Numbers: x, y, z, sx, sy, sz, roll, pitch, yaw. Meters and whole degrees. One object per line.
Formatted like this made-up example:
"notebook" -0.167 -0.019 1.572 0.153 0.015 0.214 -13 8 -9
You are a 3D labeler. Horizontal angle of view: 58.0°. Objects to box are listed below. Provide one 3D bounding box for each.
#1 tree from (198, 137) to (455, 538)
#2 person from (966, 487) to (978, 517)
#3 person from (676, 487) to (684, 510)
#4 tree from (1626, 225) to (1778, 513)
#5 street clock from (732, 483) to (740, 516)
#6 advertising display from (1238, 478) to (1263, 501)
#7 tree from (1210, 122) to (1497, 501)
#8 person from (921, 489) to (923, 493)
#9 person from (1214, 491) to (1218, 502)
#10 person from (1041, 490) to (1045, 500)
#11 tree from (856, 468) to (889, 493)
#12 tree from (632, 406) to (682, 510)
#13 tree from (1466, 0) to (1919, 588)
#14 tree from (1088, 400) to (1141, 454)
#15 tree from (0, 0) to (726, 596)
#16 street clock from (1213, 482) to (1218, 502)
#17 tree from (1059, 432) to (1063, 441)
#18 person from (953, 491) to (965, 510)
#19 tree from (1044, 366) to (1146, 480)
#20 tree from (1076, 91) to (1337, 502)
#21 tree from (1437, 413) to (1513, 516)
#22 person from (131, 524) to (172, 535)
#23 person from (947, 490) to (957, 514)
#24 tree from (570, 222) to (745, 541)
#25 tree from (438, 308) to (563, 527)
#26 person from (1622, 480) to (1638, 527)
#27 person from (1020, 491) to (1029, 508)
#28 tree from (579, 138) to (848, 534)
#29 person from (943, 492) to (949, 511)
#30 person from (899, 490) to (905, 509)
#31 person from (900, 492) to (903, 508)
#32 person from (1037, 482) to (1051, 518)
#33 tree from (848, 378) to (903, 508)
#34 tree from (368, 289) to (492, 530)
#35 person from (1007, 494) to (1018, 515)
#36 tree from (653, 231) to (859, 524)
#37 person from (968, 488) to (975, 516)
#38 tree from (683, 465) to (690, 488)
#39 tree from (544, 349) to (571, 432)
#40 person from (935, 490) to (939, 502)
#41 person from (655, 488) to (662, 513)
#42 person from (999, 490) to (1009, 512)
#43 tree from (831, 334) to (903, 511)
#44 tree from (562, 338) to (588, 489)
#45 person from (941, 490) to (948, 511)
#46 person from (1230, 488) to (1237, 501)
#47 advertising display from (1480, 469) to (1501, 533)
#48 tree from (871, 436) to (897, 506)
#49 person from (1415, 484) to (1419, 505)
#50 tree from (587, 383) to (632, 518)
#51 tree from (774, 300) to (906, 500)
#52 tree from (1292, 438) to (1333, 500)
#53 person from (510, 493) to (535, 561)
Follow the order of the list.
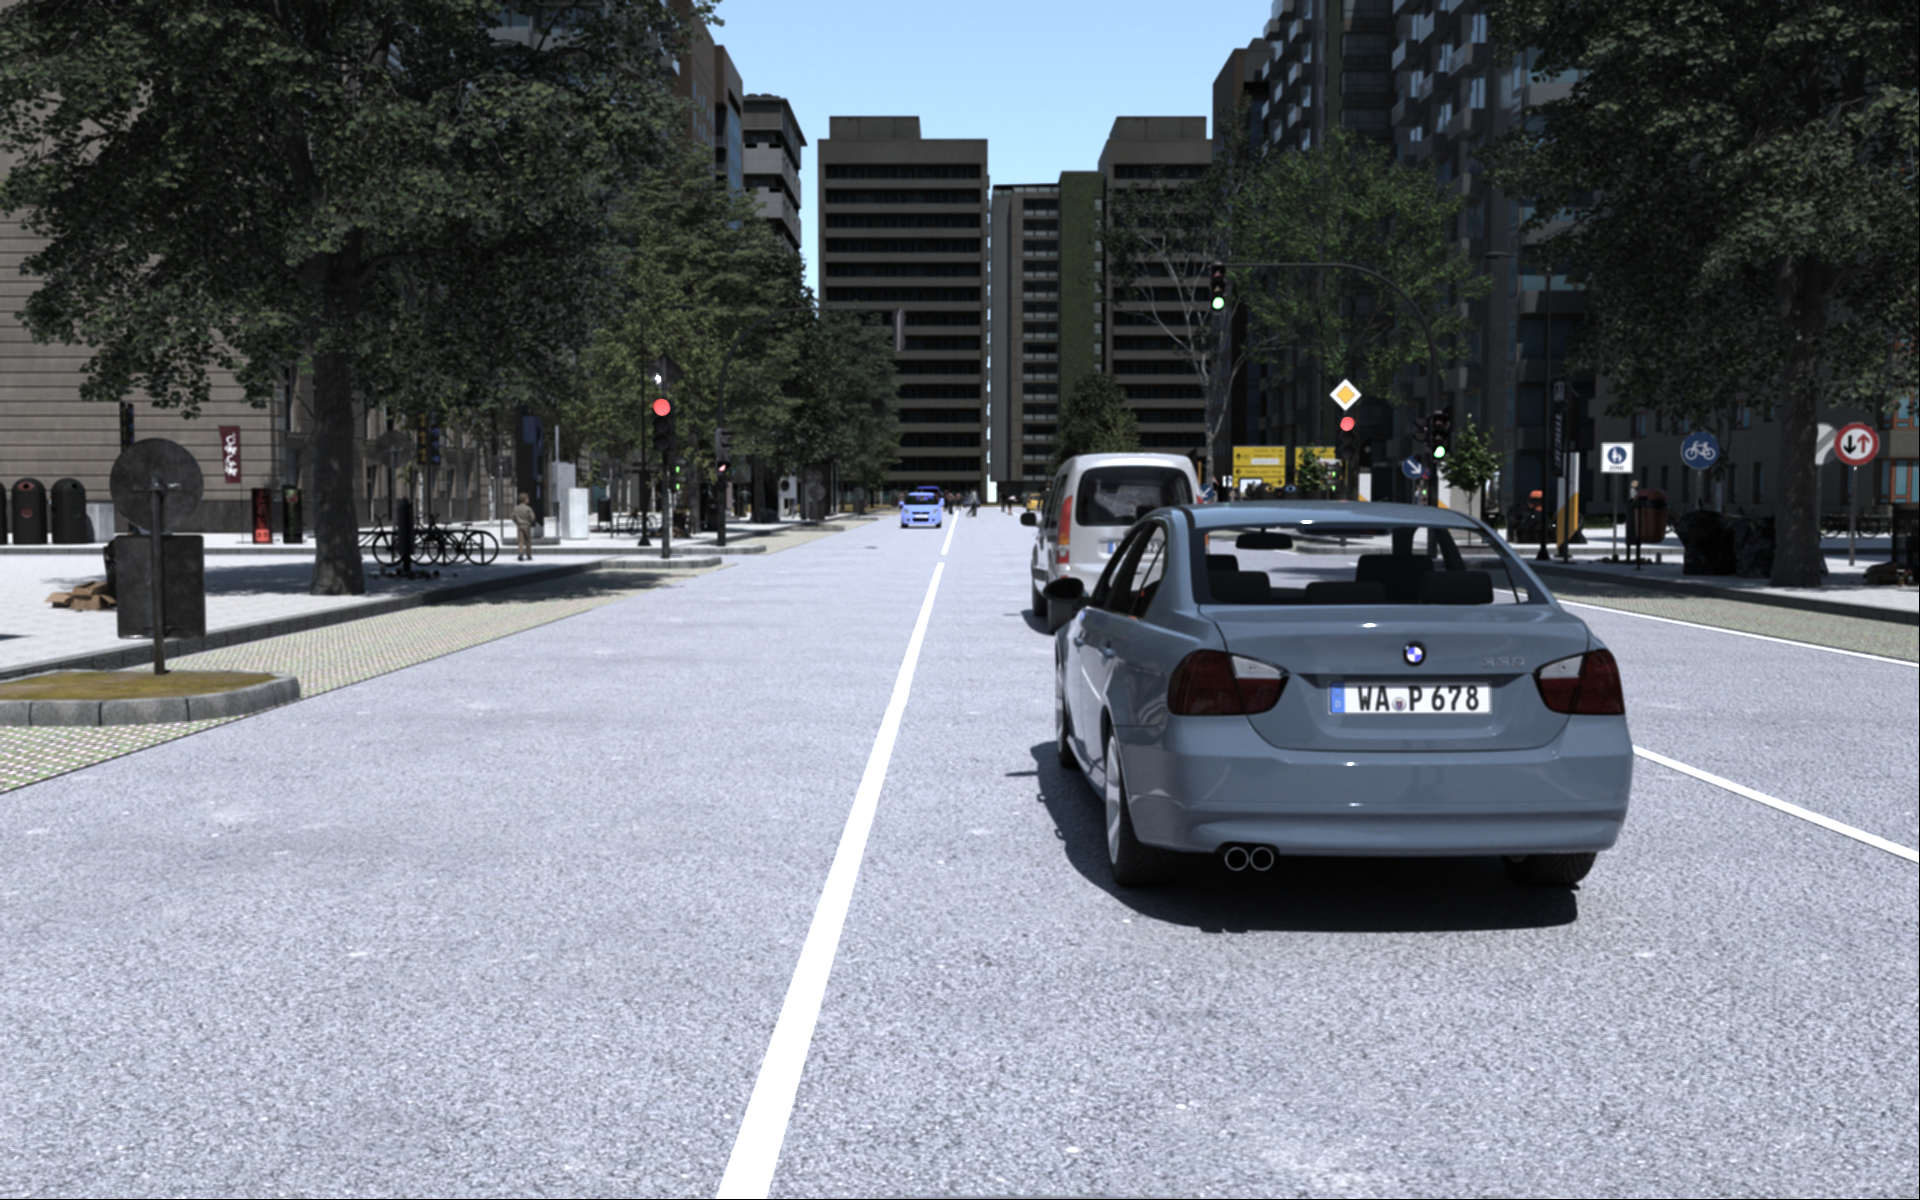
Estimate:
"tree" -18.454 -7.634 50.578 9.928 11.665 9.643 0 3 0
"person" 0.778 -5.982 106.146 0.795 1.843 0.661 -1 4 -19
"person" -18.417 -6.574 113.795 0.520 1.790 0.573 0 4 -6
"tree" 19.952 -5.843 45.899 4.360 8.622 3.978 0 3 0
"street clock" -11.556 -5.181 89.277 0.471 2.002 0.358 -1 4 -13
"advertising display" 11.482 -3.869 68.479 0.974 1.923 0.123 -1 4 -9
"tree" 11.231 -7.591 49.870 9.928 11.665 9.643 0 3 0
"person" -2.791 -7.234 126.775 1.348 1.824 0.705 1 4 16
"person" 15.404 -6.005 104.972 0.466 1.731 0.760 -2 4 -29
"person" 6.059 -7.057 124.603 0.721 1.735 1.217 2 4 28
"tree" -8.761 -11.614 173.595 4.285 4.588 4.351 0 3 0
"tree" -18.013 -8.724 93.006 4.360 8.622 3.978 0 3 0
"tree" 11.731 -7.156 23.654 9.857 13.997 8.962 0 3 0
"tree" 12.293 -11.304 135.188 4.737 8.622 4.395 0 3 0
"tree" -7.879 -7.044 21.832 9.857 13.997 8.962 0 3 0
"street clock" 14.730 -5.882 100.747 0.471 2.002 0.358 0 4 5
"tree" 12.621 -14.672 190.253 4.737 8.622 4.395 0 3 0
"person" -0.095 -8.757 152.385 1.217 1.736 0.721 2 4 35
"tree" 12.217 -14.539 154.717 9.611 12.733 9.660 0 3 0
"tree" 11.948 -13.952 84.002 12.611 20.169 13.585 0 3 0
"tree" 12.098 -2.866 41.466 1.663 3.219 1.824 0 3 0
"person" -8.047 -0.661 17.275 0.576 1.772 0.534 2 4 28
"person" -0.571 -6.964 123.065 0.721 1.736 1.217 -2 4 -33
"tree" -7.863 -5.901 46.845 4.737 8.622 4.395 0 3 0
"tree" -18.245 -7.124 66.833 4.360 8.622 3.978 0 3 0
"person" 25.319 -3.602 65.126 0.728 1.800 0.709 2 4 32
"person" 6.823 -10.601 181.905 1.350 1.814 0.705 -2 4 -34
"tree" -9.045 -8.443 56.167 7.486 12.596 7.792 0 3 0
"person" -1.190 -8.373 146.873 0.593 1.643 0.415 0 4 0
"person" -5.058 -8.543 148.709 0.617 1.759 0.750 -2 4 -25
"person" -5.665 -9.866 169.824 0.705 1.822 1.348 0 4 -8
"person" 3.041 -3.218 60.892 0.659 1.850 0.755 0 4 1
"tree" -8.703 -14.643 157.543 7.486 12.596 7.792 0 3 0
"tree" -18.804 -6.751 60.743 4.737 8.622 4.395 0 3 0
"person" 3.622 -6.629 120.075 0.628 1.438 0.799 2 4 23
"tree" -8.759 -9.627 74.409 9.611 12.733 9.660 0 3 0
"person" 0.736 -6.303 111.741 0.466 1.800 0.511 1 4 12
"tree" -18.194 -9.796 110.530 4.360 8.622 3.978 0 3 0
"tree" -13.361 -6.973 64.374 4.737 8.622 4.395 0 3 0
"person" -1.752 -7.779 136.364 0.721 1.739 1.217 0 4 -4
"person" -20.950 -6.954 120.459 0.721 1.735 1.217 -2 4 -30
"person" 3.575 -8.001 140.138 0.721 1.723 1.217 -3 5 -39
"tree" -8.936 -13.417 129.742 12.009 13.543 11.850 0 3 0
"tree" -18.432 -7.483 72.714 4.360 8.622 3.978 0 3 0
"person" -1.185 -8.503 147.665 1.348 1.807 0.705 1 4 12
"person" 17.276 -6.309 109.533 0.374 1.781 0.599 3 5 44
"advertising display" 13.658 -2.409 44.608 0.123 1.923 0.974 3 5 39
"tree" -8.803 -14.476 187.039 4.360 8.622 3.978 0 3 0
"person" 25.699 -5.559 96.956 0.654 1.822 0.581 -1 4 -13
"tree" -18.368 -7.946 80.286 4.360 8.622 3.978 0 3 0
"tree" -8.412 -12.701 114.309 9.857 13.997 8.962 0 3 0
"tree" 11.920 -3.942 59.057 1.663 3.219 1.824 0 3 0
"person" -8.410 -1.408 33.332 0.475 1.303 0.640 0 4 -7
